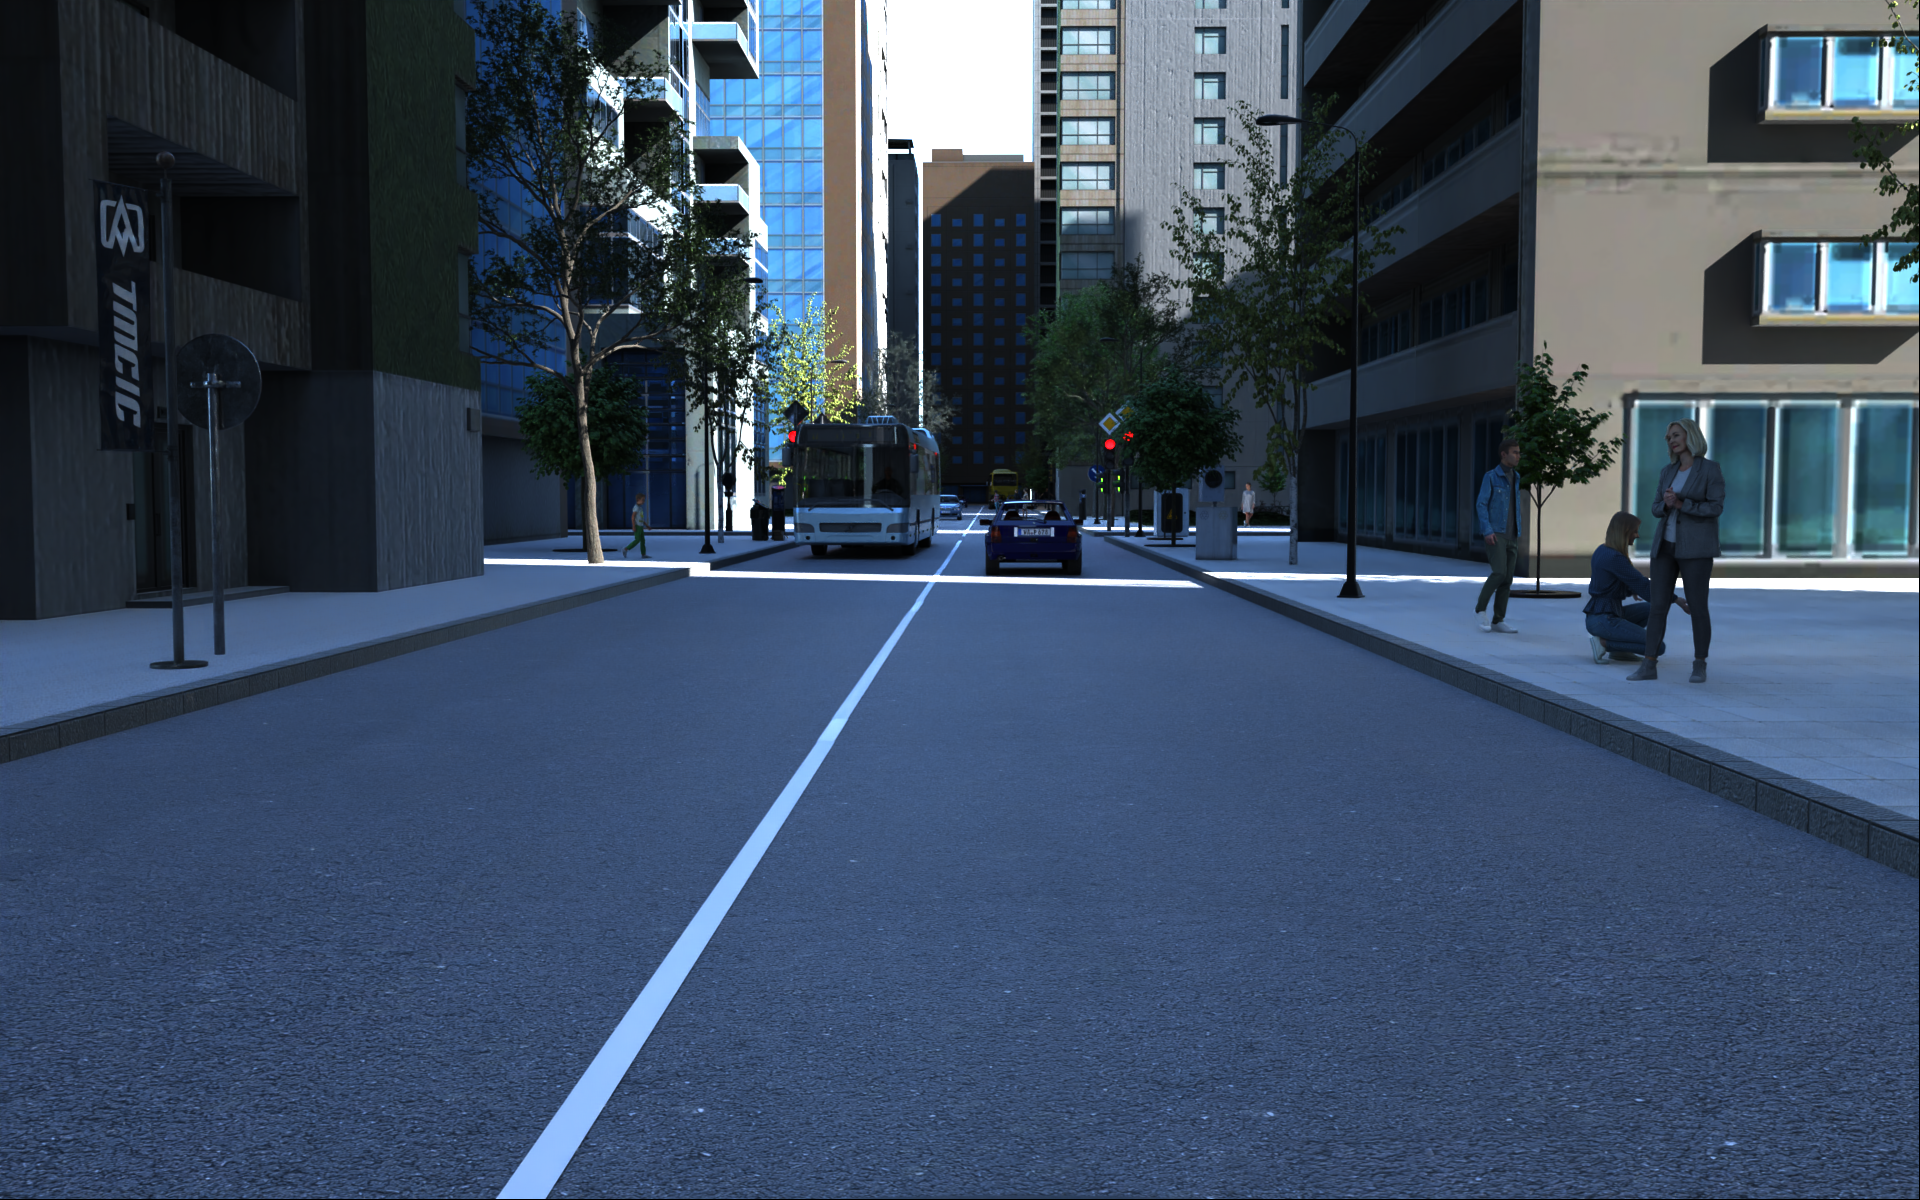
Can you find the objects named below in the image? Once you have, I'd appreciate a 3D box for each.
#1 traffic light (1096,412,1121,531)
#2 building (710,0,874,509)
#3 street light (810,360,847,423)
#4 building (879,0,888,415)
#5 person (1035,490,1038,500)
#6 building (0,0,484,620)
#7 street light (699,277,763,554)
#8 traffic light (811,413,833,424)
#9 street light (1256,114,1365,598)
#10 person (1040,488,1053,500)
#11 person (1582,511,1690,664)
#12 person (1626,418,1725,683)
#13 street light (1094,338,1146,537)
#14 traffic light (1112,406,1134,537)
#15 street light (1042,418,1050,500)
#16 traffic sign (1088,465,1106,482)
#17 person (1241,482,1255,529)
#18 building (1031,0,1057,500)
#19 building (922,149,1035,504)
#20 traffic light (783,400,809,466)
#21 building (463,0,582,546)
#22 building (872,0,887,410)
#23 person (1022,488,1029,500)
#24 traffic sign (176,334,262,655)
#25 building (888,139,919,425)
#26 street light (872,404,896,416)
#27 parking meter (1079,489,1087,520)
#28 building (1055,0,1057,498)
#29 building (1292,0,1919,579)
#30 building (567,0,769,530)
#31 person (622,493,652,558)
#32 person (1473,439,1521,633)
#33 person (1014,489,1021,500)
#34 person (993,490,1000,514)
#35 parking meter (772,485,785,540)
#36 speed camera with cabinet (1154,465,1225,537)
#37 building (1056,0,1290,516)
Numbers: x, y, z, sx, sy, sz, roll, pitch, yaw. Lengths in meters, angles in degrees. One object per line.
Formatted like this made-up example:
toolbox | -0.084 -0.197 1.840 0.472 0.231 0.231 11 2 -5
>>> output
traffic light | 5.119 -4.322 59.579 0.839 4.253 0.868 0 4 1
building | -12.753 -27.933 106.816 14.600 45.320 14.200 0 4 1
street light | -4.600 -5.351 60.026 1.470 5.913 1.316 0 4 1
building | -15.440 -44.900 172.363 20.563 71.187 20.611 0 4 1
person | 7.487 -9.992 170.329 0.530 1.710 0.541 1 4 23
building | -14.665 -15.170 19.728 14.160 30.474 14.107 0 4 1
street light | -4.922 -3.960 37.280 1.470 5.913 1.316 0 4 1
traffic light | -4.741 -4.332 59.742 0.839 4.253 0.868 0 4 1
street light | 4.319 -2.986 21.364 1.470 5.913 1.316 0 4 1
person | 7.650 -8.950 152.389 1.348 1.822 0.705 0 4 -4
person | 5.135 -0.103 13.228 0.738 1.151 1.012 1 4 13
person | 4.917 -0.341 11.797 0.526 1.800 0.537 -2 4 -24
street light | 4.841 -4.834 51.577 1.470 5.913 1.316 0 4 1
traffic light | 4.973 -3.833 51.595 0.839 4.253 0.868 0 4 1
street light | 5.789 -8.091 104.829 1.470 5.913 1.316 0 4 1
traffic sign | 5.927 -4.578 74.953 0.768 2.556 0.104 1 4 9
person | 10.743 -3.541 64.695 0.466 1.731 0.760 -1 4 -17
building | 19.916 -48.388 229.391 20.611 71.187 20.563 0 4 1
building | 2.458 -35.312 227.461 14.200 45.320 14.600 0 4 1
traffic light | -4.887 -3.843 51.758 0.839 4.253 0.868 0 4 1
building | -18.463 -24.068 43.630 14.200 45.320 14.600 0 4 1
building | -20.352 -34.212 148.603 28.713 52.752 27.495 0 4 1
person | 3.495 -5.198 93.820 0.374 1.781 0.599 -1 4 -13
traffic sign | -5.923 -0.836 13.782 0.768 2.556 0.104 0 4 5
building | -11.795 -31.666 201.336 14.086 41.232 14.154 0 4 1
street light | -4.016 -7.178 89.893 1.470 5.913 1.316 0 4 1
parking meter | 6.092 -4.744 85.973 0.372 1.533 0.369 0 3 0
building | 21.222 -39.818 193.031 21.231 58.520 28.212 0 4 1
building | 19.506 -25.167 35.182 21.300 48.544 21.600 0 4 1
building | -19.680 -46.634 75.137 22.319 86.520 31.000 0 4 1
person | -6.457 -1.486 34.585 0.590 1.304 0.306 -1 4 -12
person | 4.974 -0.587 15.988 0.601 1.785 0.444 -2 4 -27
person | 4.251 -7.310 128.439 0.534 1.772 0.576 2 4 32
person | 2.735 -7.217 127.338 0.643 1.720 0.563 2 4 30
parking meter | -5.091 -2.455 48.547 0.372 1.533 0.369 0 3 0
speed camera with cabinet | 6.886 -3.531 52.060 2.038 3.252 0.660 0 4 -4
building | 12.838 -25.779 105.084 14.154 41.232 14.086 0 4 1
